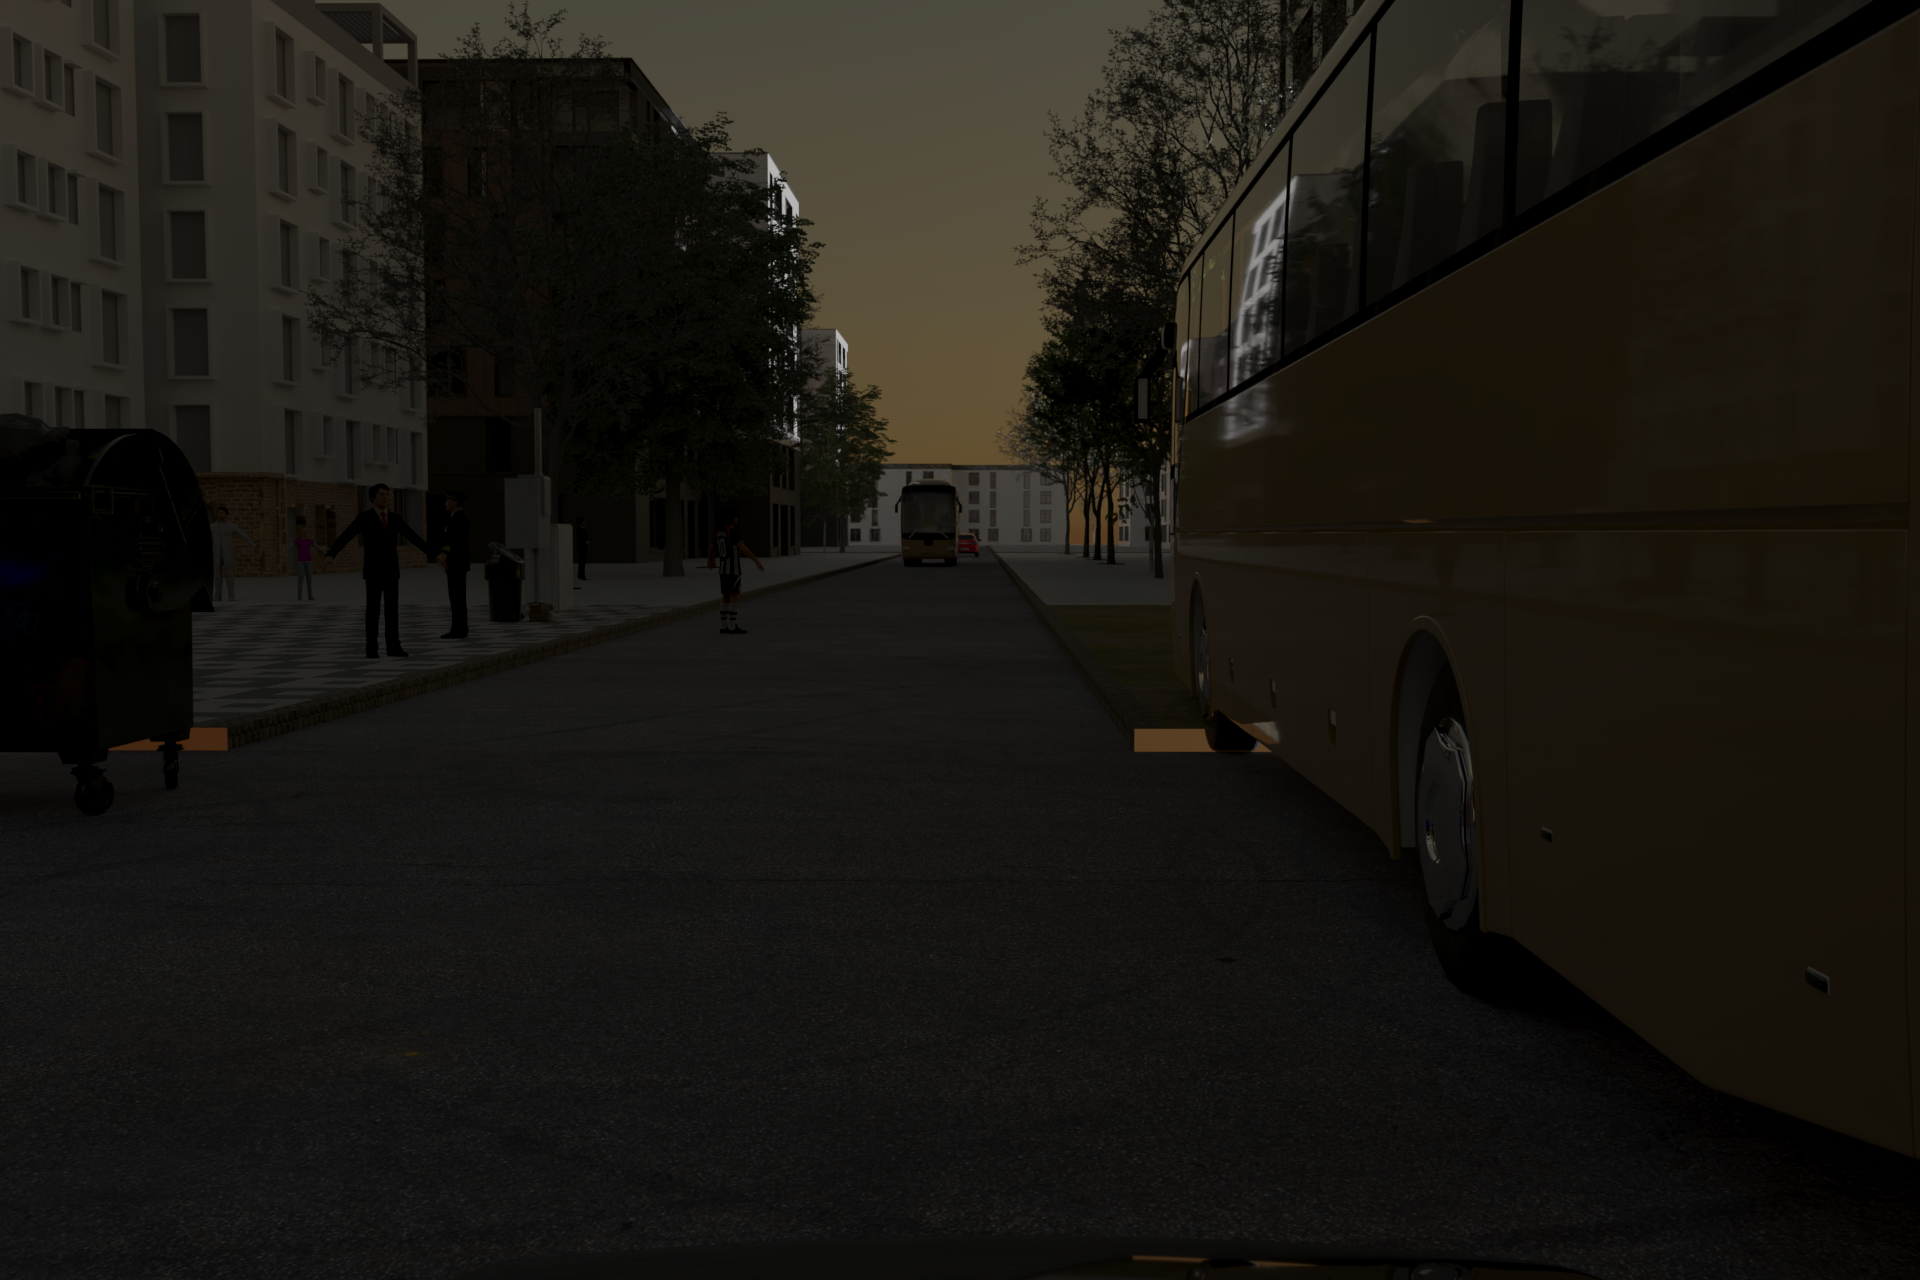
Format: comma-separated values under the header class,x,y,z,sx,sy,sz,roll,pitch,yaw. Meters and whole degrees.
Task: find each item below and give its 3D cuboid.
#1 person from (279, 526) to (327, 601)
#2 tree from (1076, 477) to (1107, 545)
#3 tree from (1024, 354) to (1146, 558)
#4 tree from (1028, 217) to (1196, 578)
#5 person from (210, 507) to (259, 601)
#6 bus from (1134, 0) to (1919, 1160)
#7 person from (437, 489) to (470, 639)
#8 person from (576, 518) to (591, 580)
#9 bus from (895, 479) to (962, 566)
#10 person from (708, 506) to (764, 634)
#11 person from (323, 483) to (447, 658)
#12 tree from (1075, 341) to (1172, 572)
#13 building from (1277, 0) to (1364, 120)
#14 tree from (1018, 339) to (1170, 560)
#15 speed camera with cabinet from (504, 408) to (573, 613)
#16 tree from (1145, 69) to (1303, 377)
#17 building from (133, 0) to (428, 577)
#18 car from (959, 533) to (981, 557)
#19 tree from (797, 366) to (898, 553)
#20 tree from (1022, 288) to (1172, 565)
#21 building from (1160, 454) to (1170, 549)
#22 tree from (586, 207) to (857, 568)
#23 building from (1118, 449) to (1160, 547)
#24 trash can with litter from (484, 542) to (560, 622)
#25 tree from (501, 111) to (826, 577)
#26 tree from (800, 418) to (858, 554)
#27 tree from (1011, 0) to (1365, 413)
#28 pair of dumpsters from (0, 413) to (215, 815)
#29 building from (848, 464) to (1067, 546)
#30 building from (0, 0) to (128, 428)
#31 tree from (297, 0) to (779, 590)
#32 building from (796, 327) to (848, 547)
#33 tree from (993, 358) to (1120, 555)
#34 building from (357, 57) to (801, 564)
class,x,y,z,sx,sy,sz,roll,pitch,yaw
person,-12.636,-1.478,33.428,0.991,1.433,0.599,-2,4,-35
tree,16.413,-15.843,209.387,4.360,8.622,3.978,0,3,0
tree,6.948,-10.283,93.890,9.928,11.665,9.643,0,3,0
tree,5.453,-7.062,49.872,7.601,10.594,8.767,-1,4,-19
person,-14.135,-1.653,33.219,1.347,1.806,0.705,-1,4,-10
bus,2.765,-1.017,8.178,2.896,3.916,12.252,0,4,1
person,-6.243,-0.945,21.384,0.705,1.837,1.347,-1,4,-8
person,-10.447,-2.538,48.216,0.721,1.740,1.216,-1,4,-22
bus,-1.325,-5.461,80.831,2.896,3.916,12.252,0,4,0
person,-3.285,-0.997,24.910,0.704,1.843,1.345,-3,5,-41
person,-6.000,-0.723,18.009,1.347,1.806,0.705,-3,5,-44
tree,6.311,-6.596,58.212,4.737,8.622,4.395,0,3,0
building,25.072,-13.417,63.335,27.936,21.610,32.646,0,4,1
tree,6.678,-9.697,84.309,9.928,11.665,9.643,0,3,0
speed camera with cabinet,-6.805,-2.059,28.008,0.660,3.252,2.038,0,4,2
tree,5.673,-4.707,27.324,4.360,8.622,3.978,0,3,0
building,-25.341,-11.997,52.563,16.016,20.090,11.380,0,4,1
car,0.270,-6.091,108.631,2.155,1.783,4.494,0,4,-1
tree,-8.101,-12.199,117.583,7.486,12.596,7.792,0,3,0
tree,6.261,-9.004,72.965,9.928,11.665,9.643,0,3,0
building,21.986,-12.107,140.089,9.099,9.664,28.070,0,4,1
tree,-9.409,-9.454,64.944,12.009,13.543,11.850,0,3,0
building,21.201,-13.972,170.587,9.099,9.664,28.070,0,4,0
trash can with litter,-6.433,-0.860,25.440,1.055,1.170,0.624,0,4,2
tree,-8.780,-8.890,52.006,9.857,13.997,8.962,0,3,0
tree,-8.655,-9.819,110.906,4.737,8.622,4.395,0,3,0
tree,6.135,-7.659,35.591,12.009,13.543,11.850,0,3,0
pair of dumpsters,-6.448,-0.258,9.165,4.436,2.255,1.574,0,4,0
building,-1.036,-16.045,206.947,28.070,9.664,9.099,0,4,0
building,-28.199,-10.968,35.743,16.016,20.090,11.380,0,4,0
tree,-9.427,-7.921,39.882,12.009,13.543,11.850,0,3,0
building,-26.237,-19.972,170.510,27.936,21.610,32.646,0,4,1
tree,6.871,-12.112,108.400,12.009,13.543,11.850,0,3,0
building,-24.209,-15.121,91.205,27.936,21.610,32.646,0,4,1
